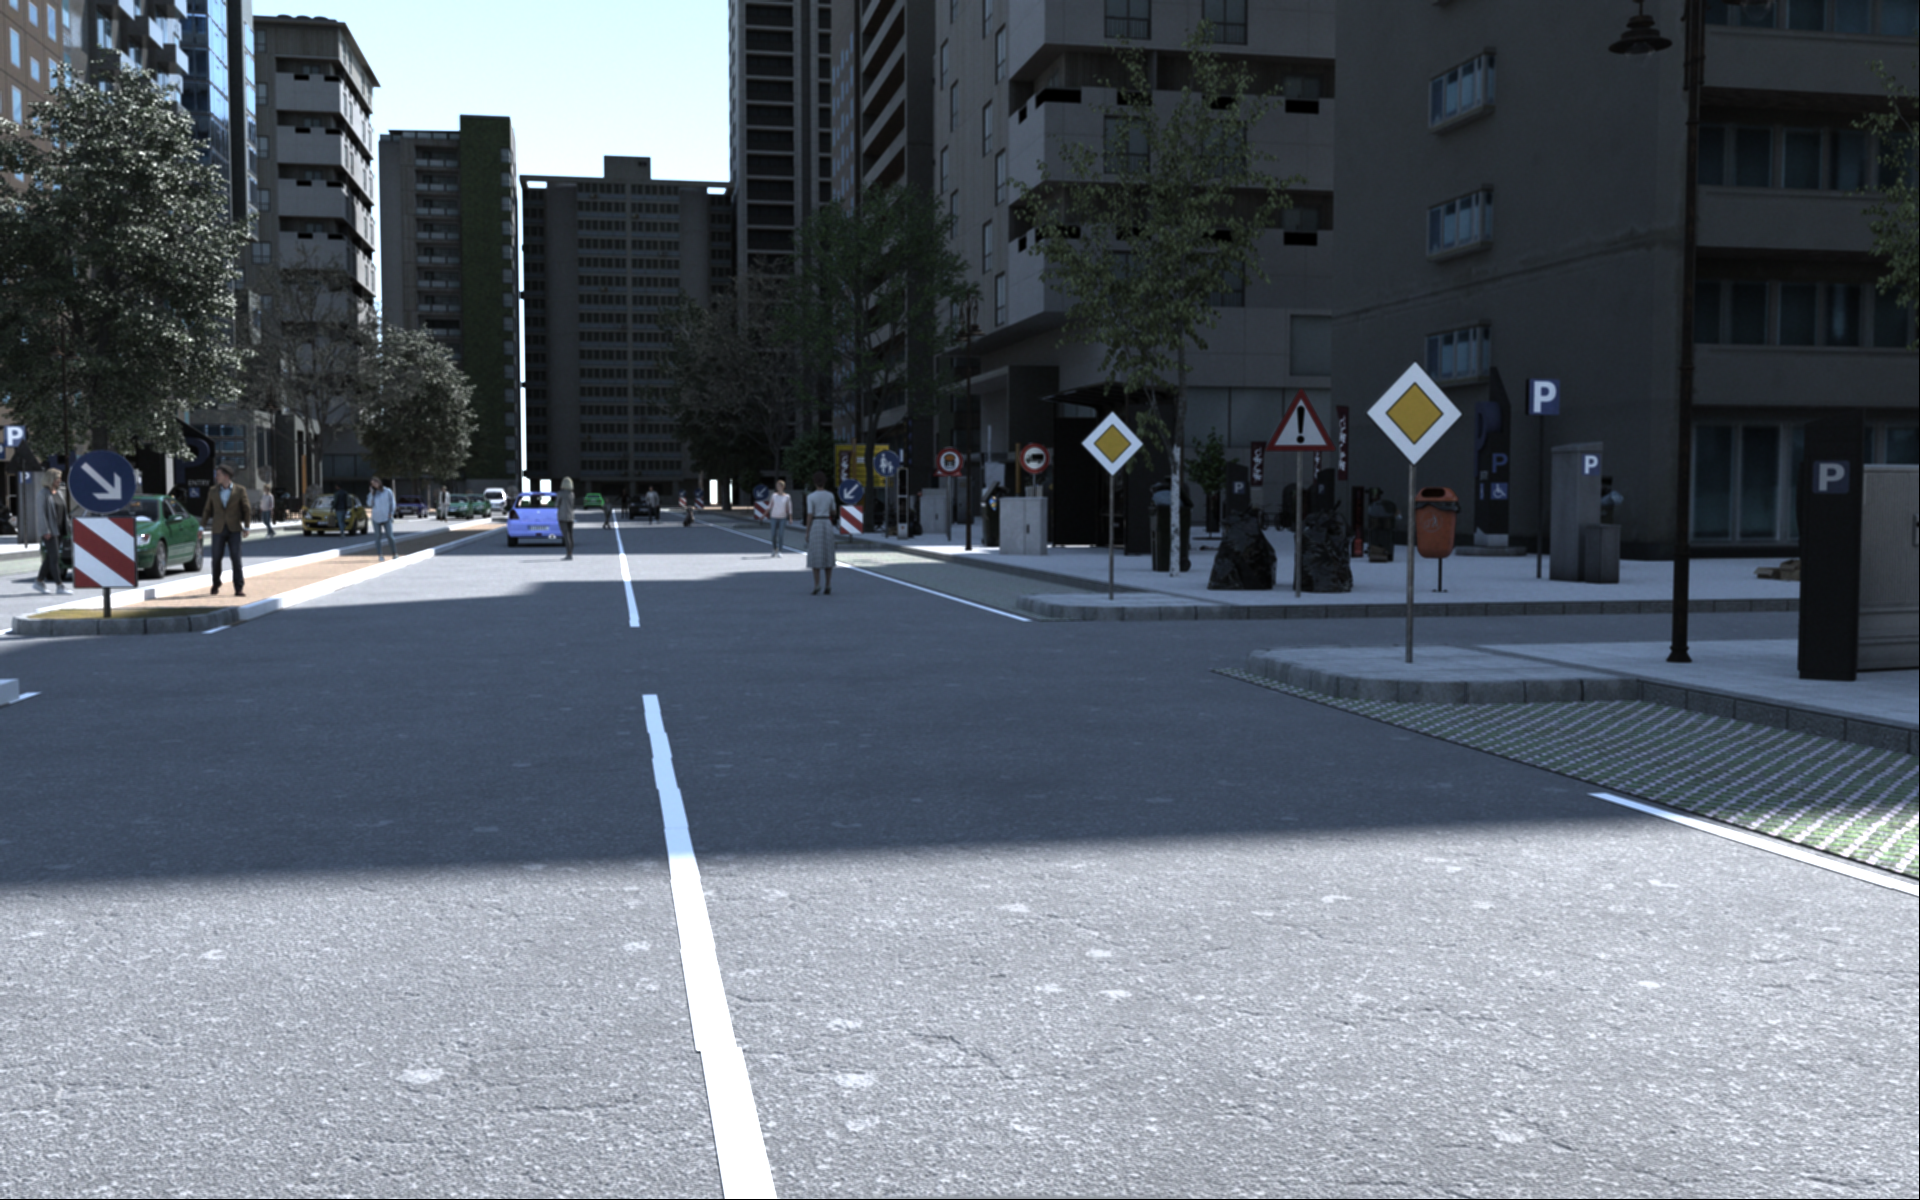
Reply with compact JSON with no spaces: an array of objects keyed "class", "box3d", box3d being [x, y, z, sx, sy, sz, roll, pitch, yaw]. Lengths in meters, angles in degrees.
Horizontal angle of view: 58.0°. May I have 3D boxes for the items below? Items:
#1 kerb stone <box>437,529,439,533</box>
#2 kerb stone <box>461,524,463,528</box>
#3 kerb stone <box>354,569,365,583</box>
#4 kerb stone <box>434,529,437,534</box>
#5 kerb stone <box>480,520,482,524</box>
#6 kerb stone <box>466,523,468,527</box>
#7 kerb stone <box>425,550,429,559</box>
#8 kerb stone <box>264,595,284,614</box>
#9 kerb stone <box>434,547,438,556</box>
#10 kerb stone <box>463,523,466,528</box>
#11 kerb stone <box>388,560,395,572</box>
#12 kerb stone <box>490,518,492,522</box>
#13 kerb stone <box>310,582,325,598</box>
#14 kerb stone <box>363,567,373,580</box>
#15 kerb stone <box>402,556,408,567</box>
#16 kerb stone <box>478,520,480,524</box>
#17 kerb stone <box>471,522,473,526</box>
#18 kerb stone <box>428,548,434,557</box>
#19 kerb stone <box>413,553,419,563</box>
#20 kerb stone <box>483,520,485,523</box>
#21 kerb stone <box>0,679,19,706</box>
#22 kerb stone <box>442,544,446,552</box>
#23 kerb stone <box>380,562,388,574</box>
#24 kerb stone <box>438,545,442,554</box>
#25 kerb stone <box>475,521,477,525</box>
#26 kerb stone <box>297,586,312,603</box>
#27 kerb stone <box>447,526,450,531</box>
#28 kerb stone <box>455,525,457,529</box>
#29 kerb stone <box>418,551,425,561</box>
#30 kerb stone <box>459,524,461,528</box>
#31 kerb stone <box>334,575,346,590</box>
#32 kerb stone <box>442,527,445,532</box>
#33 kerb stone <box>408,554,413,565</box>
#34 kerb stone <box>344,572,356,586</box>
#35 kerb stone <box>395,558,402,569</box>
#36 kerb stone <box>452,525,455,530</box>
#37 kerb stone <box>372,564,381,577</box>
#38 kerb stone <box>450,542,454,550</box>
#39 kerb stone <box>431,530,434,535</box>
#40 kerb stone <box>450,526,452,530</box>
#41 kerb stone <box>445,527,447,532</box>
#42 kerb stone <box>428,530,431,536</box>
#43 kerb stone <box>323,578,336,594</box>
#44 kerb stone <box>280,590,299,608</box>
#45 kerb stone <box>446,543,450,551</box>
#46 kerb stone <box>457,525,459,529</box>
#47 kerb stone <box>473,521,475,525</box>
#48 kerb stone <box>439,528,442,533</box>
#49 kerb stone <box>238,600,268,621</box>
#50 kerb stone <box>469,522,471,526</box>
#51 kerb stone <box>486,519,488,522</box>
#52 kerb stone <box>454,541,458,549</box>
[{"class":"kerb stone","box3d":[-18.798,-2.426,61.865,0.120,0.150,1.000,-1,4,-11]},{"class":"kerb stone","box3d":[-20.827,-3.040,71.906,0.120,0.150,1.000,-1,4,-11]},{"class":"kerb stone","box3d":[-9.823,-0.361,28.090,0.120,0.150,1.000,-1,4,-11]},{"class":"kerb stone","box3d":[-18.594,-2.365,60.856,0.120,0.150,1.000,-1,4,-11]},{"class":"kerb stone","box3d":[-22.858,-3.651,81.957,0.120,0.150,1.000,-1,4,-11]},{"class":"kerb stone","box3d":[-21.232,-3.159,73.926,0.120,0.150,1.000,-1,4,-11]},{"class":"kerb stone","box3d":[-11.867,-0.977,38.162,0.120,0.150,1.000,-1,4,-11]},{"class":"kerb stone","box3d":[-8.410,0.071,21.055,0.120,0.150,1.000,-1,4,-11]},{"class":"kerb stone","box3d":[-12.268,-1.099,40.167,0.120,0.150,1.000,-1,4,-11]},{"class":"kerb stone","box3d":[-21.028,-3.100,72.911,0.120,0.150,1.000,-1,4,-11]},{"class":"kerb stone","box3d":[-10.645,-0.607,32.126,0.120,0.150,1.000,-1,4,-11]},{"class":"kerb stone","box3d":[-24.284,-4.085,88.993,0.120,0.150,1.000,-1,4,-11]},{"class":"kerb stone","box3d":[-9.012,-0.115,24.072,0.120,0.150,1.000,-1,4,-11]},{"class":"kerb stone","box3d":[-10.031,-0.422,29.103,0.120,0.150,1.000,-1,4,-11]},{"class":"kerb stone","box3d":[-11.049,-0.726,34.136,0.120,0.150,1.000,-1,4,-11]},{"class":"kerb stone","box3d":[-22.652,-3.594,80.955,0.120,0.150,1.000,-1,4,-11]},{"class":"kerb stone","box3d":[-21.846,-3.345,76.934,0.120,0.150,1.000,-1,4,-11]},{"class":"kerb stone","box3d":[-12.060,-1.038,39.166,0.120,0.150,1.000,-1,4,-11]},{"class":"kerb stone","box3d":[-11.456,-0.854,36.159,0.120,0.150,1.000,-1,4,-11]},{"class":"kerb stone","box3d":[-23.264,-3.777,83.970,0.120,0.150,1.000,-1,4,-11]},{"class":"kerb stone","box3d":[-6.490,0.653,11.519,0.120,0.150,1.000,-1,4,-11]},{"class":"kerb stone","box3d":[-12.679,-1.222,42.170,0.120,0.150,1.000,-1,4,-11]},{"class":"kerb stone","box3d":[-10.443,-0.546,31.118,0.120,0.150,1.000,-1,4,-11]},{"class":"kerb stone","box3d":[-12.476,-1.159,41.168,0.120,0.150,1.000,-1,4,-11]},{"class":"kerb stone","box3d":[-22.250,-3.471,78.943,0.120,0.150,1.000,-1,4,-11]},{"class":"kerb stone","box3d":[-8.810,-0.050,23.070,0.120,0.150,1.000,-1,4,-11]},{"class":"kerb stone","box3d":[-19.610,-2.672,65.888,0.120,0.150,1.000,-1,4,-11]},{"class":"kerb stone","box3d":[-20.222,-2.856,68.893,0.120,0.150,1.000,-1,4,-11]},{"class":"kerb stone","box3d":[-11.659,-0.915,37.161,0.120,0.150,1.000,-1,4,-11]},{"class":"kerb stone","box3d":[-20.621,-2.979,70.904,0.120,0.150,1.000,-1,4,-11]},{"class":"kerb stone","box3d":[-9.429,-0.237,26.075,0.120,0.150,1.000,-1,4,-11]},{"class":"kerb stone","box3d":[-19.208,-2.550,63.883,0.120,0.150,1.000,-1,4,-11]},{"class":"kerb stone","box3d":[-11.265,-0.790,35.154,0.120,0.150,1.000,-1,4,-11]},{"class":"kerb stone","box3d":[-9.628,-0.299,27.086,0.120,0.150,1.000,-1,4,-11]},{"class":"kerb stone","box3d":[-10.848,-0.669,33.132,0.120,0.150,1.000,-1,4,-11]},{"class":"kerb stone","box3d":[-20.015,-2.795,67.892,0.120,0.150,1.000,-1,4,-11]},{"class":"kerb stone","box3d":[-10.234,-0.484,30.114,0.120,0.150,1.000,-1,4,-11]},{"class":"kerb stone","box3d":[-13.086,-1.345,44.190,0.120,0.150,1.000,-1,4,-11]},{"class":"kerb stone","box3d":[-18.390,-2.302,59.851,0.120,0.150,1.000,-1,4,-11]},{"class":"kerb stone","box3d":[-19.810,-2.734,66.890,0.120,0.150,1.000,-1,4,-11]},{"class":"kerb stone","box3d":[-19.411,-2.611,64.885,0.120,0.150,1.000,-1,4,-11]},{"class":"kerb stone","box3d":[-18.191,-2.242,58.846,0.120,0.150,1.000,-1,4,-11]},{"class":"kerb stone","box3d":[-9.212,-0.176,25.076,0.120,0.150,1.000,-1,4,-11]},{"class":"kerb stone","box3d":[-8.610,0.008,22.064,0.120,0.150,1.000,-1,4,-11]},{"class":"kerb stone","box3d":[-12.883,-1.283,43.172,0.120,0.150,1.000,-1,4,-11]},{"class":"kerb stone","box3d":[-20.421,-2.916,69.896,0.120,0.150,1.000,-1,4,-11]},{"class":"kerb stone","box3d":[-22.055,-3.401,77.940,0.120,0.150,1.000,-1,4,-11]},{"class":"kerb stone","box3d":[-18.995,-2.488,62.868,0.120,0.150,1.000,-1,4,-11]},{"class":"kerb stone","box3d":[-8.206,0.131,20.053,0.120,0.150,1.000,-1,4,-11]},{"class":"kerb stone","box3d":[-21.636,-3.286,75.933,0.120,0.150,1.000,-1,4,-11]},{"class":"kerb stone","box3d":[-23.675,-3.901,85.980,0.120,0.150,1.000,-1,4,-11]},{"class":"kerb stone","box3d":[-13.287,-1.402,45.208,0.120,0.150,1.000,-1,4,-11]}]
